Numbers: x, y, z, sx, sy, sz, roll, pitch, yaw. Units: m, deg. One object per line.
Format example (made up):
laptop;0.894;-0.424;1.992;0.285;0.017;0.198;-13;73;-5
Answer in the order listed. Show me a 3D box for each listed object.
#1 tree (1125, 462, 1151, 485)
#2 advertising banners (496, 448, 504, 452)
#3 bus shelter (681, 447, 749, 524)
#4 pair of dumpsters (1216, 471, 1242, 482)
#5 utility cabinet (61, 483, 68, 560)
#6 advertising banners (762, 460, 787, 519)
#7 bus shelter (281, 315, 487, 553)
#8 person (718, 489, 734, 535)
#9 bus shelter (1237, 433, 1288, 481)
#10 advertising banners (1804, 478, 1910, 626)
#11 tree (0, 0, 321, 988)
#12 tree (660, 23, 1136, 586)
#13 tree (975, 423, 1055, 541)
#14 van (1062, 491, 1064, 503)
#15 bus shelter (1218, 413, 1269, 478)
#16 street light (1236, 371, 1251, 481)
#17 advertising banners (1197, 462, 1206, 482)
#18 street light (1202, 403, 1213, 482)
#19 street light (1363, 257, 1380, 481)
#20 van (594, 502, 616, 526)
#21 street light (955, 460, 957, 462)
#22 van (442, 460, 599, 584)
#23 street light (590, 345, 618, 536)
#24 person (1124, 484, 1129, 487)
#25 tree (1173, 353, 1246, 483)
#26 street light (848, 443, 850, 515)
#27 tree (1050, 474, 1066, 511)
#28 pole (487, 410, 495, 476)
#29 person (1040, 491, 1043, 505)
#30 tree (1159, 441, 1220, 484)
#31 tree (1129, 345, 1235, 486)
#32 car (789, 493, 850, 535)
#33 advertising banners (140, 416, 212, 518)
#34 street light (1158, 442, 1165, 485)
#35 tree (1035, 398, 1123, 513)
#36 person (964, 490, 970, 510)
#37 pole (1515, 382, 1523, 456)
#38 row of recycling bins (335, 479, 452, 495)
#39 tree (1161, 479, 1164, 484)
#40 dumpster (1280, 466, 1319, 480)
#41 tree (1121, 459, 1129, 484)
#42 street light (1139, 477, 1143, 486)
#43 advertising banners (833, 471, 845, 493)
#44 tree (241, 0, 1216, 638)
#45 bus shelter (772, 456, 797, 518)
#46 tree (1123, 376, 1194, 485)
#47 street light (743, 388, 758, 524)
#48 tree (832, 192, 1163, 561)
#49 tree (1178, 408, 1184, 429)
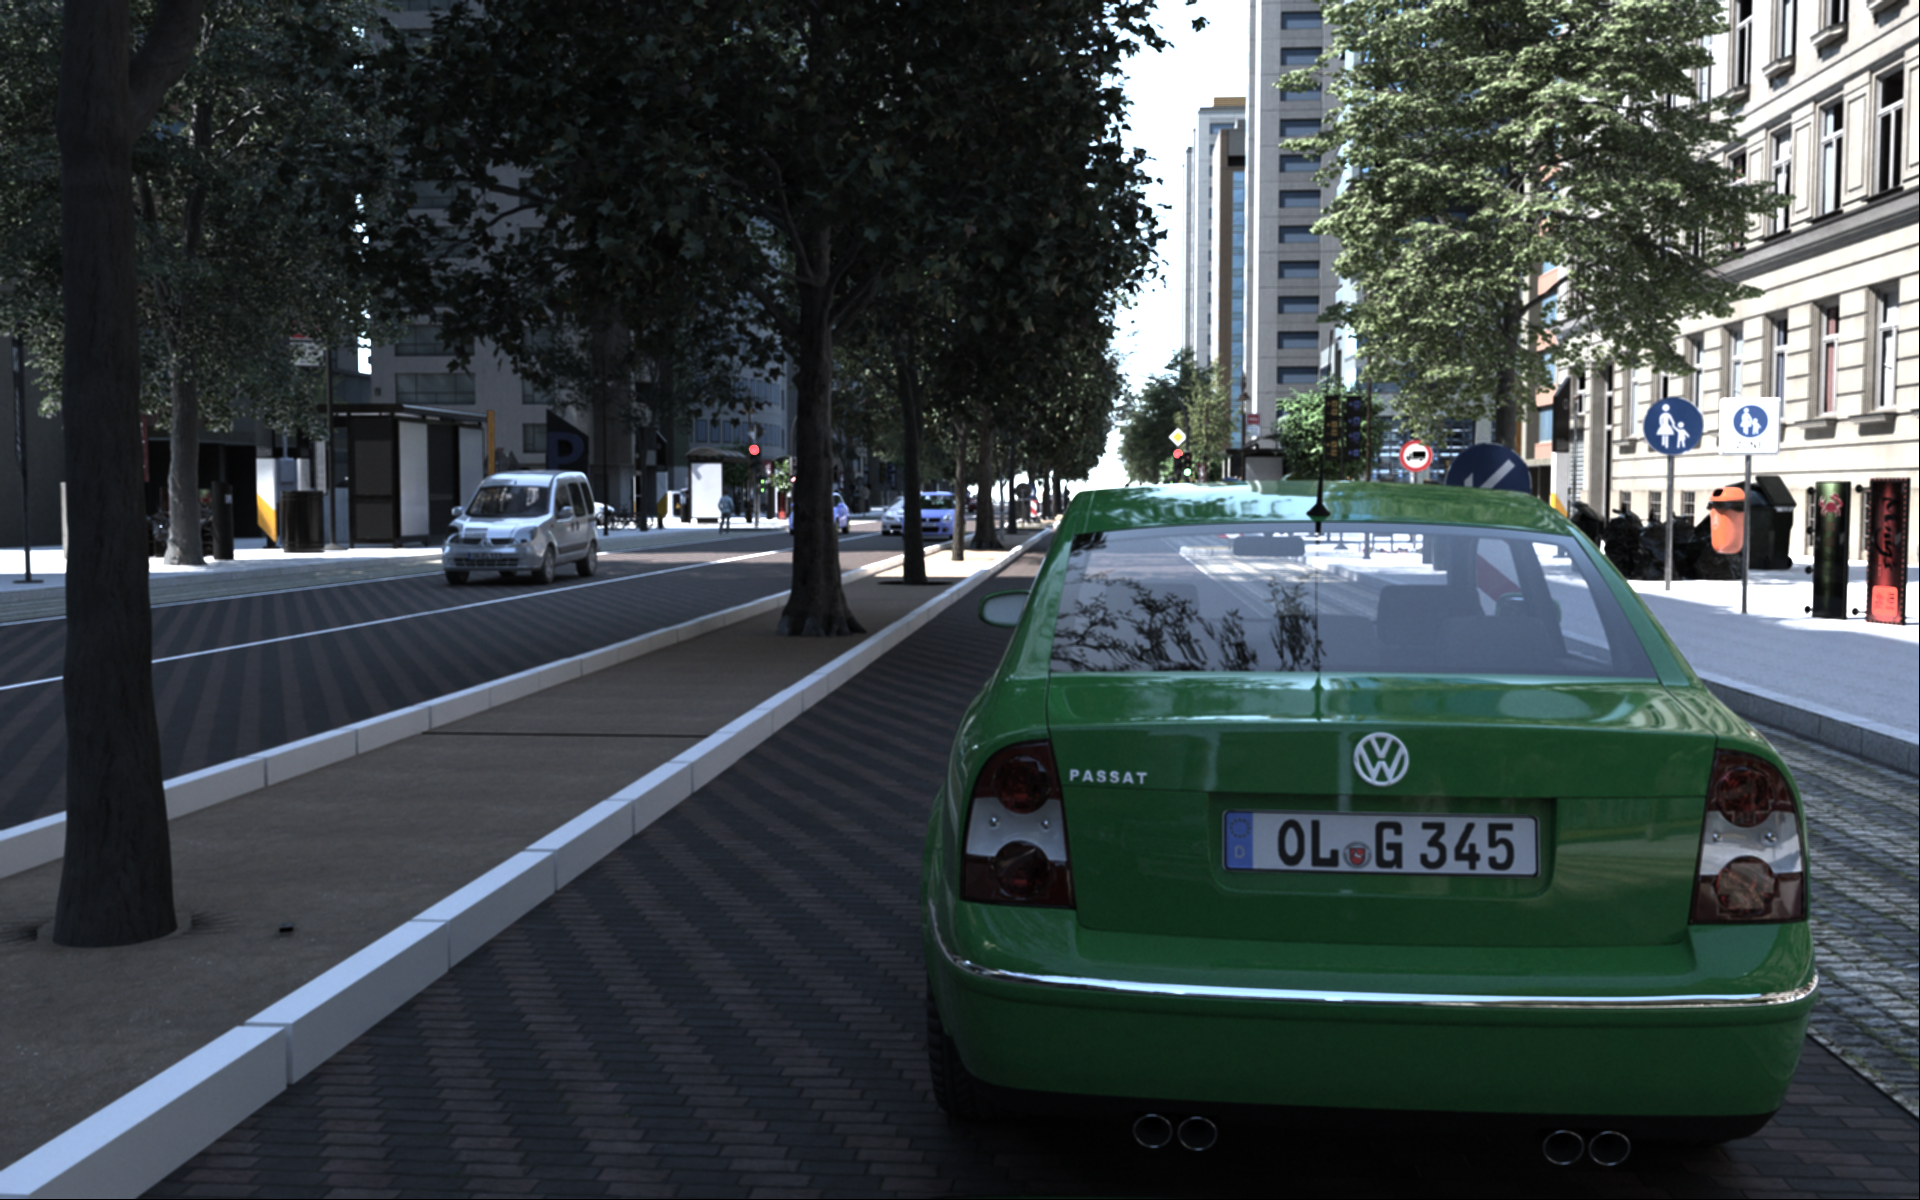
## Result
tree;22.751;-16.093;213.480;4.737;8.622;4.395;0;3;0
advertising banners;-17.606;-4.193;64.742;0.090;3.025;2.074;1;4;18
bus shelter;-10.776;-5.099;77.285;2.014;3.302;5.546;0;4;5
pair of dumpsters;11.859;-4.503;76.115;1.574;2.255;4.437;0;4;5
utility cabinet;-17.174;-1.545;33.942;0.318;1.500;1.173;0;4;-4
advertising banners;-9.090;-5.658;88.693;2.074;3.025;0.090;0;4;-3
bus shelter;-13.770;-3.911;41.582;2.179;5.291;8.768;0;4;5
person;-8.129;-3.052;60.216;0.589;1.601;0.330;1;4;19
bus shelter;10.729;-4.017;59.596;2.014;3.302;5.546;0;4;5
advertising banners;9.105;-1.272;16.991;0.090;3.025;2.074;-1;4;-14
tree;-2.756;-5.659;5.357;12.009;13.543;11.850;0;3;0
tree;-0.813;-6.047;27.079;9.928;11.665;9.643;0;3;0
tree;1.272;-6.065;51.975;4.360;8.622;3.978;0;3;0
van;12.659;-13.194;222.724;2.013;2.044;4.112;0;4;3
bus shelter;13.675;-6.500;83.913;2.179;5.291;8.768;0;4;5
street light;10.612;-5.638;64.961;0.468;5.910;1.993;0;4;5
advertising banners;14.119;-6.097;95.877;2.074;3.025;0.090;0;4;6
street light;12.313;-6.953;86.465;0.468;5.910;1.993;0;4;5
street light;7.988;-3.733;33.828;0.468;5.910;1.993;0;4;5
van;-16.153;-3.905;70.854;4.112;2.044;2.013;0;4;5
street light;-0.335;-12.889;183.519;0.468;5.910;1.993;0;4;5
van;-7.287;-1.339;28.912;2.013;2.044;4.112;0;4;3
street light;-10.974;-4.937;53.501;0.468;5.910;1.993;0;4;5
person;5.976;-3.259;61.967;0.419;1.800;0.721;1;4;12
tree;12.997;-8.619;91.279;4.737;8.622;4.395;0;3;0
street light;-6.779;-8.118;105.511;0.468;5.910;1.993;0;4;5
tree;8.755;-11.811;145.932;4.737;8.622;4.395;0;3;0
pole;-11.455;-2.967;42.347;0.158;3.312;0.155;0;3;0
person;11.391;-14.005;237.420;1.348;1.831;0.705;3;5;44
tree;14.525;-7.757;110.541;4.285;4.588;4.351;0;3;0
tree;17.147;-13.131;132.816;7.486;12.596;7.792;0;3;0
car;-5.009;-3.192;61.781;1.945;1.707;3.694;0;4;6
advertising banners;-17.789;-2.626;39.123;0.090;3.025;2.074;3;5;43
street light;17.435;-10.706;147.827;0.468;5.910;1.993;0;4;5
tree;7.424;-13.485;129.593;9.857;13.997;8.962;0;3;0
person;0.633;-9.184;158.522;0.599;1.838;0.709;1;4;20
pole;10.149;-2.314;31.679;0.158;3.312;0.155;0;3;0
row of recycling bins;-15.671;-2.534;48.537;3.534;1.692;1.069;-2;4;-32
tree;19.959;-10.674;169.119;1.663;3.219;1.824;0;3;0
dumpster;10.499;-3.105;53.265;1.502;2.255;1.985;0;4;4
tree;27.884;-21.055;262.378;7.486;12.596;7.792;0;3;0
street light;25.381;-16.633;244.736;0.468;5.910;1.993;0;4;5
advertising banners;-9.829;-8.409;133.676;2.074;3.025;0.090;-1;4;-19
tree;-1.475;-5.979;17.216;9.611;12.733;9.660;0;3;0
bus shelter;-8.923;-6.108;93.782;2.014;3.302;5.546;0;4;5
tree;20.934;-16.946;183.727;9.857;13.997;8.962;0;3;0
street light;-9.139;-6.267;75.248;0.468;5.910;1.993;0;4;5
tree;-0.104;-6.067;36.066;8.767;10.594;7.601;0;4;5
tree;18.072;-13.417;153.784;7.601;10.594;8.767;-1;4;-11
